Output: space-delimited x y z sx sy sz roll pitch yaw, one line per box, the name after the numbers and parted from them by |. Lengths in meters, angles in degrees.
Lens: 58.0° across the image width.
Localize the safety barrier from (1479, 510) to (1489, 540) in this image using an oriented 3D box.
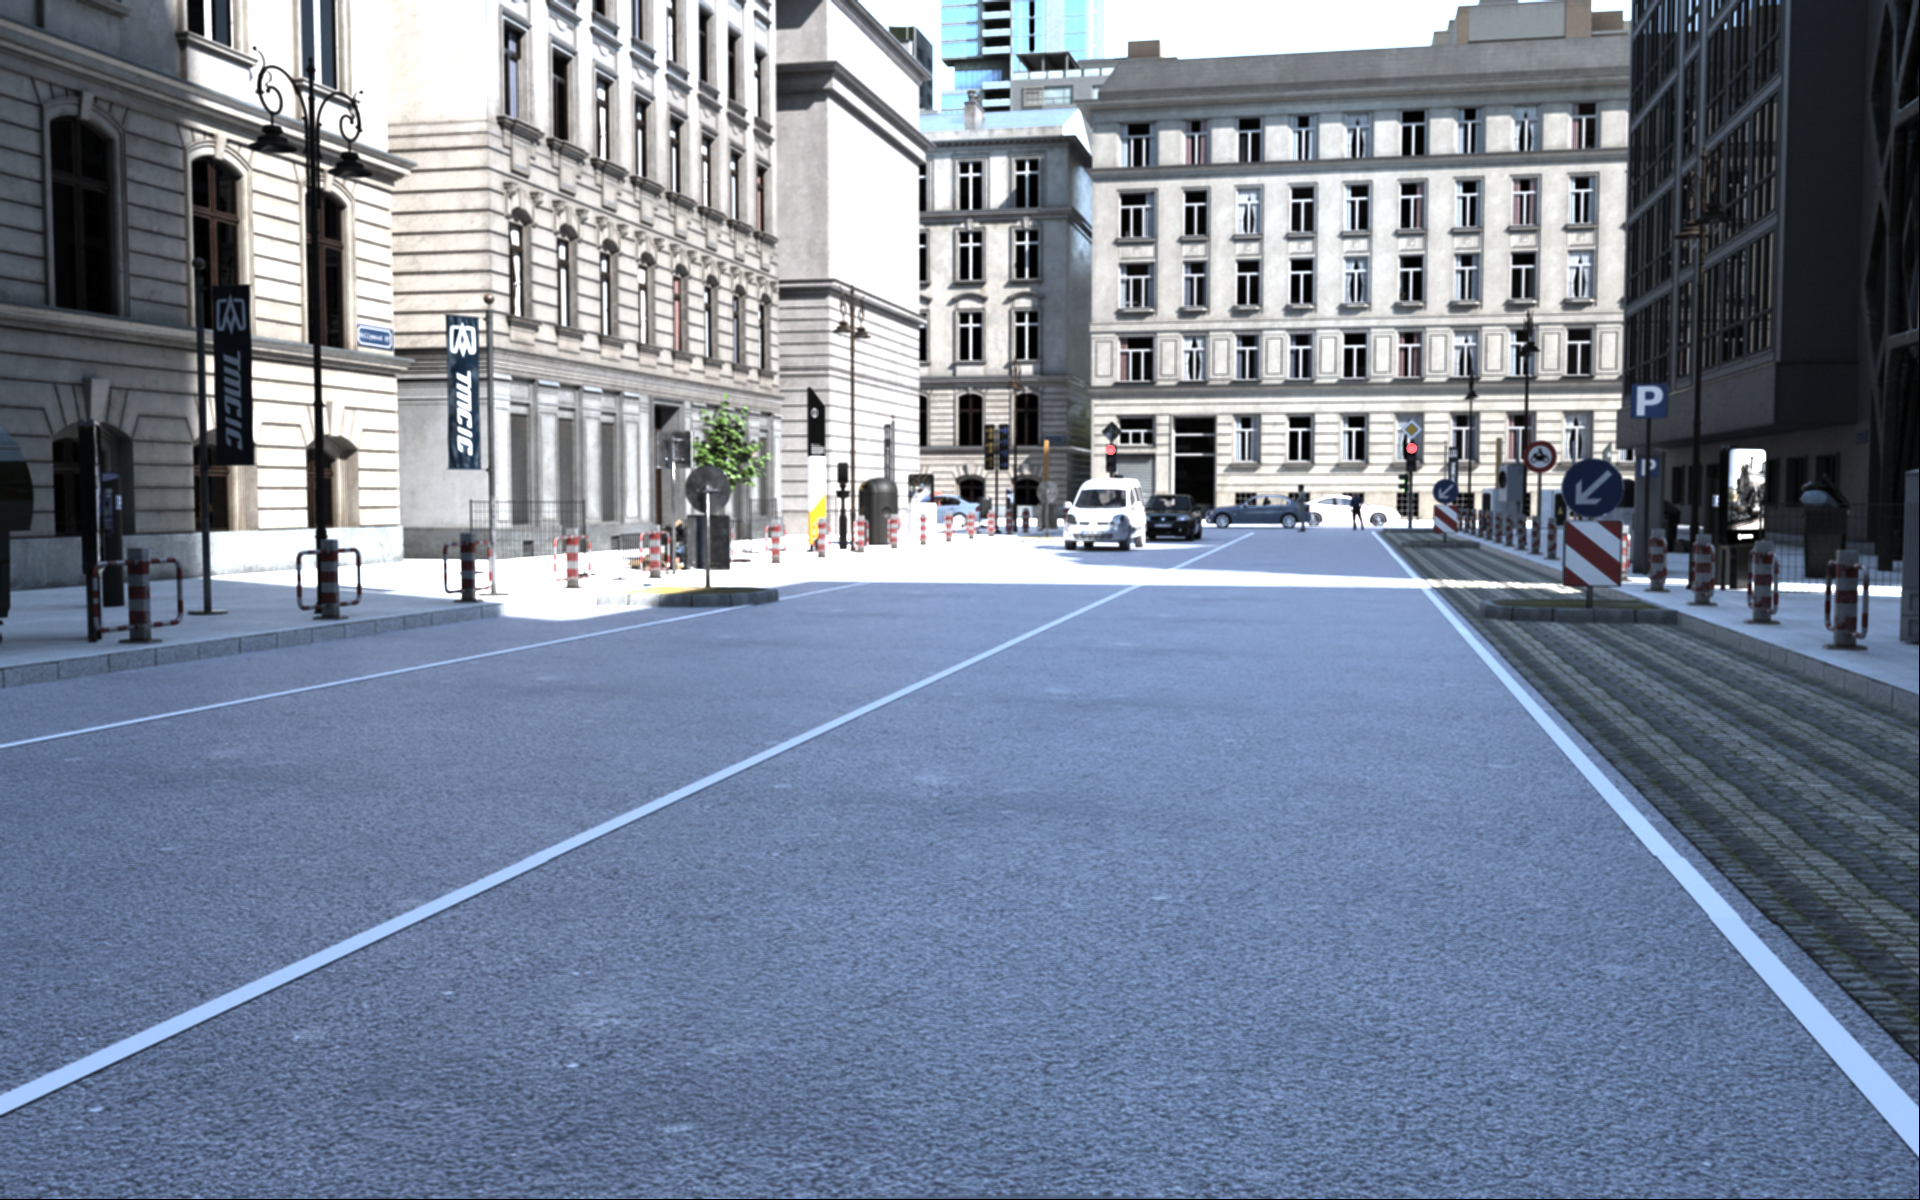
14.727 -2.074 48.190 0.300 0.817 1.120 1 4 12 | safety barrier

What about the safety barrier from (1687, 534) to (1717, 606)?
8.559 -0.347 19.954 0.300 0.817 1.120 1 4 12 | safety barrier

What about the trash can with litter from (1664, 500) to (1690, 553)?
15.726 -1.630 38.034 0.624 1.170 1.055 -2 4 -29 | trash can with litter

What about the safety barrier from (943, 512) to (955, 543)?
-0.297 -1.936 45.936 0.300 0.817 1.120 1 4 12 | safety barrier

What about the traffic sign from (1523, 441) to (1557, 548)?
13.855 -2.527 41.422 0.768 2.556 0.104 1 4 22 | traffic sign

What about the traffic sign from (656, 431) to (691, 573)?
-4.628 -1.582 28.003 0.606 2.300 0.079 1 4 13 | traffic sign

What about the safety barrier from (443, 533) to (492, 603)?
-5.838 -0.384 20.560 0.300 0.817 1.120 1 4 12 | safety barrier

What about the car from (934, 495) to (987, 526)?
-1.086 -3.778 73.772 4.499 1.417 2.014 1 4 11 | car

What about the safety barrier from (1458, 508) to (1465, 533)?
16.577 -2.592 56.661 0.300 0.817 1.120 1 4 12 | safety barrier

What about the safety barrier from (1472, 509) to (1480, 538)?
15.344 -2.247 51.006 0.300 0.817 1.120 1 4 12 | safety barrier

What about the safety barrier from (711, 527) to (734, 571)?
-3.995 -0.901 29.009 0.300 0.817 1.120 1 4 12 | safety barrier

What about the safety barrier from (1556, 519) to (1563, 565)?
11.021 -1.037 31.226 0.300 0.817 1.120 1 4 12 | safety barrier

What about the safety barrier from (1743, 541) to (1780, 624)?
7.940 -0.174 17.128 0.300 0.817 1.120 1 4 12 | safety barrier

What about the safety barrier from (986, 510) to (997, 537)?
0.935 -2.281 51.577 0.300 0.817 1.120 1 4 12 | safety barrier

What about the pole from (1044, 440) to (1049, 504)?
3.256 -4.375 65.367 0.158 3.312 0.155 0 3 0 | pole

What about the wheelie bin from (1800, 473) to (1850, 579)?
13.222 -1.137 26.494 0.693 1.594 0.980 2 4 26 | wheelie bin

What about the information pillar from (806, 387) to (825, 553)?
-3.168 -2.862 38.142 0.183 3.616 0.504 3 4 38 | information pillar

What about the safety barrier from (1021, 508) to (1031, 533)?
2.176 -2.629 57.257 0.300 0.817 1.120 1 4 12 | safety barrier

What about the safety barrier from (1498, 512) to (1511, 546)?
13.488 -1.727 42.514 0.300 0.817 1.120 1 4 12 | safety barrier

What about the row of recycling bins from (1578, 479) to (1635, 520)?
18.315 -2.558 48.934 1.069 1.692 3.534 0 4 3 | row of recycling bins

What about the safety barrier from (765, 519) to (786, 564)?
-3.382 -1.073 31.825 0.300 0.817 1.120 1 4 12 | safety barrier

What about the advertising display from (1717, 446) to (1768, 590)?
10.540 -1.108 23.333 0.974 1.923 0.123 -2 4 -35 | advertising display

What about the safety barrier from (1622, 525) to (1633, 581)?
9.786 -0.692 25.594 0.300 0.817 1.120 1 4 12 | safety barrier

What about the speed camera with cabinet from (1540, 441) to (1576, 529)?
22.245 -4.242 63.688 2.038 3.252 0.660 -2 4 -32 | speed camera with cabinet

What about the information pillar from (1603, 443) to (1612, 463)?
29.383 -5.343 78.705 0.504 3.616 0.183 -2 4 -29 | information pillar

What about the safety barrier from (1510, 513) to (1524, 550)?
12.873 -1.555 39.695 0.300 0.817 1.120 1 4 12 | safety barrier

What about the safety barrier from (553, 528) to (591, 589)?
-5.229 -0.557 23.377 0.300 0.817 1.120 1 4 12 | safety barrier

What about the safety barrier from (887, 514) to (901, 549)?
-1.529 -1.592 40.301 0.300 0.817 1.120 1 4 12 | safety barrier

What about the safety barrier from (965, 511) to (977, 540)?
0.318 -2.109 48.761 0.300 0.817 1.120 1 4 12 | safety barrier

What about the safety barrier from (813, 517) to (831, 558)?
-2.766 -1.246 34.651 0.300 0.817 1.120 1 4 12 | safety barrier

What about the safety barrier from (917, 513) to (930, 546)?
-0.914 -1.764 43.117 0.300 0.817 1.120 1 4 12 | safety barrier

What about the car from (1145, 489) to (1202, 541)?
6.590 -2.722 54.288 2.009 1.686 4.222 1 4 13 | car

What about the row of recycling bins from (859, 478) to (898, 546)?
-2.081 -2.306 44.812 1.069 1.692 3.534 0 4 -5 | row of recycling bins

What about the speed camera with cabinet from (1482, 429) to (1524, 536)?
16.802 -3.627 53.635 0.660 3.252 2.038 0 4 -4 | speed camera with cabinet

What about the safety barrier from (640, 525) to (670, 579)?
-4.612 -0.729 26.193 0.300 0.817 1.120 1 4 12 | safety barrier

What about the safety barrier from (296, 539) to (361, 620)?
-6.455 -0.212 17.744 0.300 0.817 1.120 1 4 12 | safety barrier

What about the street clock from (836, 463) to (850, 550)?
-2.703 -2.168 40.023 0.358 2.002 0.471 0 4 -1 | street clock

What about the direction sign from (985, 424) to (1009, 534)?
1.193 -3.935 56.330 0.876 3.537 0.379 2 4 31 | direction sign

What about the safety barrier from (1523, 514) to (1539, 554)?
12.253 -1.382 36.872 0.300 0.817 1.120 1 4 12 | safety barrier

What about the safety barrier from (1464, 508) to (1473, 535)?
15.962 -2.420 53.836 0.300 0.817 1.120 1 4 12 | safety barrier

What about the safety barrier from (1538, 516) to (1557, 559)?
11.636 -1.209 34.042 0.300 0.817 1.120 1 4 12 | safety barrier

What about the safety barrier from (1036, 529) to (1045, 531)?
2.796 -2.802 60.084 0.300 0.817 1.120 1 4 12 | safety barrier

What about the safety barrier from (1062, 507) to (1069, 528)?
4.025 -3.147 65.721 0.300 0.817 1.120 1 4 12 | safety barrier

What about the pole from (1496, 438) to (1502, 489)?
19.583 -4.228 62.969 0.158 3.312 0.155 0 3 0 | pole

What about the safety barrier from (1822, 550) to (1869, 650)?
7.323 -0.002 14.312 0.300 0.817 1.120 1 4 12 | safety barrier

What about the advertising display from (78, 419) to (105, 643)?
-7.680 -0.619 15.339 0.123 1.923 0.974 -1 4 -23 | advertising display

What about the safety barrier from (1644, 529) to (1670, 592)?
9.174 -0.520 22.777 0.300 0.817 1.120 1 4 12 | safety barrier

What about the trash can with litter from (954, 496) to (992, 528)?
0.586 -3.329 65.489 2.233 1.210 1.678 -2 4 -34 | trash can with litter

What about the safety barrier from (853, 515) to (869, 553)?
-2.144 -1.419 37.473 0.300 0.817 1.120 1 4 12 | safety barrier

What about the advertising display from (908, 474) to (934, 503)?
-1.257 -3.106 56.000 0.974 1.923 0.123 3 4 38 | advertising display

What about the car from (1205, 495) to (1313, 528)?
12.653 -3.751 73.335 4.499 1.417 2.014 1 4 10 | car

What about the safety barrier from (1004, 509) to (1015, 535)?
1.554 -2.455 54.417 0.300 0.817 1.120 1 4 12 | safety barrier

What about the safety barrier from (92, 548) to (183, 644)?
-7.076 -0.040 14.929 0.300 0.817 1.120 1 4 12 | safety barrier

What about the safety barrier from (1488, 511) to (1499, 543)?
14.104 -1.901 45.349 0.300 0.817 1.120 1 4 12 | safety barrier
